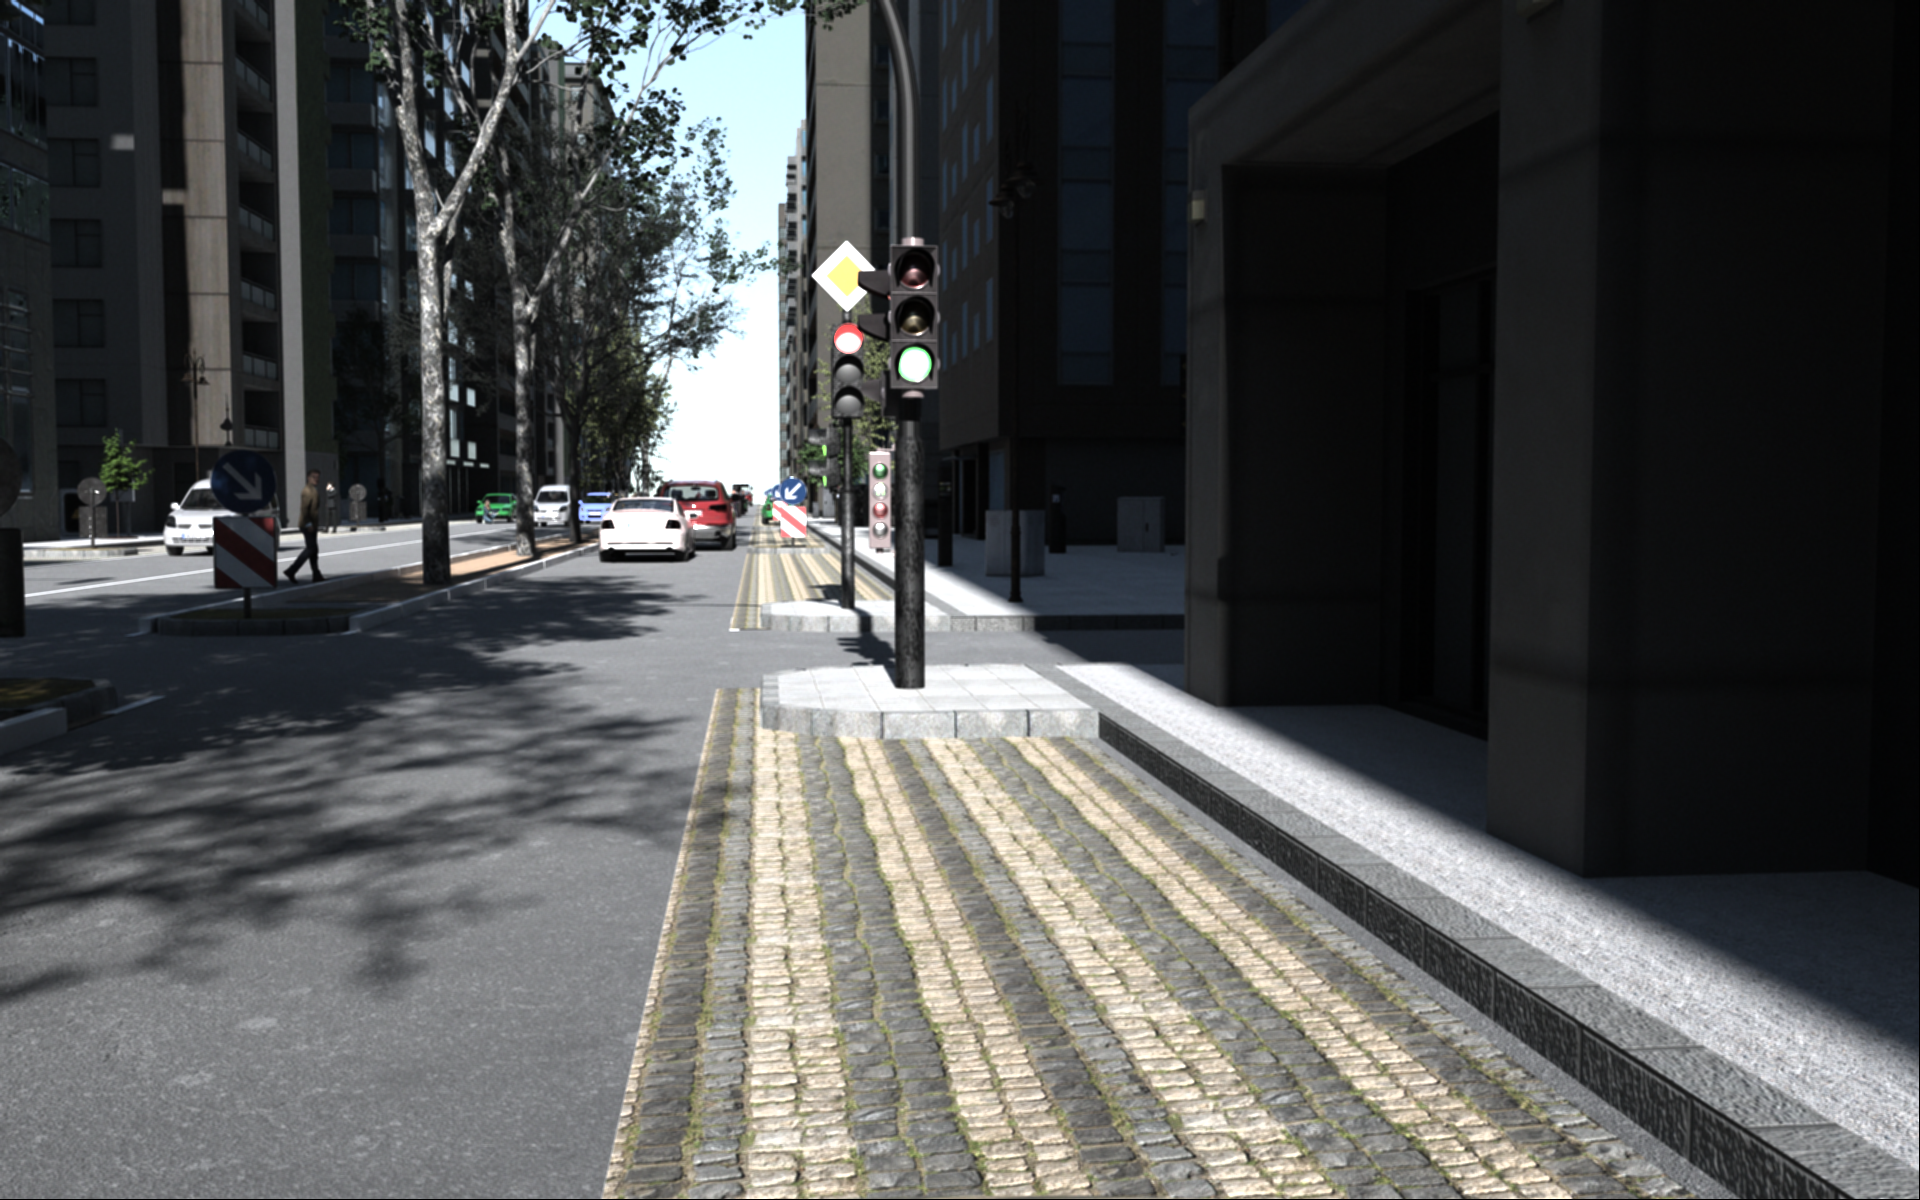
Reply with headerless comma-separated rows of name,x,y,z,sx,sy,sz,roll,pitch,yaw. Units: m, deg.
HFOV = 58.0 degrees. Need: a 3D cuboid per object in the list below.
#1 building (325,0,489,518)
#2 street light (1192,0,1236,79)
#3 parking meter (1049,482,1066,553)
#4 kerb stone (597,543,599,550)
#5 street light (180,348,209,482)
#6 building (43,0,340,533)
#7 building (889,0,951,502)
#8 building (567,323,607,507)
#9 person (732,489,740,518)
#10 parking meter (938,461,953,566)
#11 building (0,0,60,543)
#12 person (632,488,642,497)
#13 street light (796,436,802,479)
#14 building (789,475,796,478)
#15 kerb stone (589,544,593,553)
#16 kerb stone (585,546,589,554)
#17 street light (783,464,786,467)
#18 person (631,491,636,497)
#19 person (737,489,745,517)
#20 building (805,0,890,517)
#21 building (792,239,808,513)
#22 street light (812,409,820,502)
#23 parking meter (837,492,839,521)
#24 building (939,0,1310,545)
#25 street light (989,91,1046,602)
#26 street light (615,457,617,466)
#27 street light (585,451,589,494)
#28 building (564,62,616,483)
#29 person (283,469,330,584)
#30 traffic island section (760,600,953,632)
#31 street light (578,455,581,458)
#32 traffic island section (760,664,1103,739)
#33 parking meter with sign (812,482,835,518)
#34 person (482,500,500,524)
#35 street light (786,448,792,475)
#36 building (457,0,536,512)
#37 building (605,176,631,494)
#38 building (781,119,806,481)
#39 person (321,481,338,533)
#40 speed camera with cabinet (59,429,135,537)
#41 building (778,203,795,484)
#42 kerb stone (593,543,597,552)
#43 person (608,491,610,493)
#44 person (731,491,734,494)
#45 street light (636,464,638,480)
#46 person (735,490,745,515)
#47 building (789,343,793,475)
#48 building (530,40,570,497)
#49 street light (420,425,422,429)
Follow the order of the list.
building,-42.363,-29.681,104.893,23.786,49.044,30.456,0,4,-7
street light,1.734,-2.354,11.277,0.468,5.910,1.993,0,4,-7
parking meter,2.118,-1.784,37.577,0.372,1.533,0.369,0,3,0
kerb stone,-9.291,-1.335,44.021,0.120,0.150,1.000,0,4,-7
street light,-24.235,-5.028,54.997,0.468,5.910,1.993,0,4,-7
building,-31.089,-23.066,60.726,14.154,41.232,14.086,0,4,-7
building,7.280,-32.794,78.186,21.231,58.520,28.212,0,4,-7
building,-53.677,-20.961,187.746,27.650,21.520,28.899,0,4,-7
person,-13.540,-5.785,104.001,0.530,1.710,0.541,-1,4,-22
parking meter,-0.262,-1.538,30.850,0.255,1.863,0.399,0,4,0
building,-32.067,-43.784,28.544,22.319,86.520,31.000,0,4,-7
person,-21.350,-6.492,114.651,1.348,1.823,0.705,-3,5,-41
street light,-12.418,-9.839,133.660,0.468,5.910,1.993,0,4,-7
building,0.401,-28.592,159.358,32.217,40.220,23.993,0,4,-7
kerb stone,-9.063,-1.211,41.987,0.120,0.150,1.000,0,4,-7
kerb stone,-8.938,-1.148,40.973,0.120,0.150,1.000,0,4,-7
street light,-21.817,-14.868,215.872,0.468,5.910,1.993,0,4,-7
person,-34.070,-10.512,181.086,0.721,1.735,1.217,3,4,39
person,-13.395,-5.913,105.973,0.742,1.727,0.445,2,4,28
building,1.420,-29.572,107.202,21.300,48.544,21.600,0,4,-7
building,1.504,-17.642,133.485,27.650,21.520,28.899,0,4,-7
street light,-8.171,-7.622,97.402,0.468,5.910,1.993,0,4,-7
parking meter,-5.803,-4.573,83.184,0.372,1.533,0.369,0,3,0
building,6.988,-24.410,49.211,14.600,45.320,14.200,0,4,-7
street light,0.662,-2.915,20.441,0.468,5.910,1.993,0,4,-7
street light,-42.185,-14.653,212.370,0.468,5.910,1.993,0,4,-7
street light,-37.939,-12.436,176.111,0.468,5.910,1.993,0,4,-7
building,-57.699,-38.293,215.324,28.713,52.752,27.495,0,4,-7
person,-10.490,-1.191,27.876,0.656,1.842,0.836,3,5,40
traffic island section,-1.234,0.173,19.454,2.009,0.180,2.903,0,4,-7
street light,-36.820,-11.863,166.741,0.468,5.910,1.993,0,4,-7
traffic island section,-0.321,0.658,11.521,2.009,0.180,2.903,0,4,-7
parking meter with sign,-6.934,-5.829,91.564,1.738,3.016,0.543,0,4,-4
person,-22.649,-4.259,83.630,0.738,1.151,1.012,2,4,24
street light,-17.556,-12.650,179.615,0.468,5.910,1.993,0,4,-7
building,-44.691,-31.046,131.296,21.300,48.544,21.600,0,4,-7
building,-52.795,-35.899,237.059,14.600,45.320,14.200,0,4,-7
building,-11.207,-36.961,223.920,23.786,49.044,30.456,0,4,-7
person,-22.938,-3.375,63.048,0.648,1.900,0.474,3,4,37
speed camera with cabinet,-26.171,-3.558,52.506,2.038,3.252,0.660,-2,4,-27
building,-18.659,-34.378,245.679,14.154,41.232,14.086,0,4,-7
kerb stone,-9.175,-1.273,43.004,0.120,0.150,1.000,0,4,-7
person,-34.006,-9.708,167.892,0.621,1.740,0.551,0,4,-4
person,-19.302,-8.435,147.334,0.530,1.710,0.541,2,4,31
street light,-46.354,-16.884,248.835,0.468,5.910,1.993,0,4,-7
person,-15.125,-6.720,119.170,0.742,1.727,0.445,0,4,-2
building,-5.023,-21.384,194.665,27.650,21.520,28.899,0,4,-7
building,-42.087,-28.579,150.860,14.154,41.232,14.086,0,4,-7
street light,-28.221,-7.255,91.412,0.468,5.910,1.993,0,4,-7
